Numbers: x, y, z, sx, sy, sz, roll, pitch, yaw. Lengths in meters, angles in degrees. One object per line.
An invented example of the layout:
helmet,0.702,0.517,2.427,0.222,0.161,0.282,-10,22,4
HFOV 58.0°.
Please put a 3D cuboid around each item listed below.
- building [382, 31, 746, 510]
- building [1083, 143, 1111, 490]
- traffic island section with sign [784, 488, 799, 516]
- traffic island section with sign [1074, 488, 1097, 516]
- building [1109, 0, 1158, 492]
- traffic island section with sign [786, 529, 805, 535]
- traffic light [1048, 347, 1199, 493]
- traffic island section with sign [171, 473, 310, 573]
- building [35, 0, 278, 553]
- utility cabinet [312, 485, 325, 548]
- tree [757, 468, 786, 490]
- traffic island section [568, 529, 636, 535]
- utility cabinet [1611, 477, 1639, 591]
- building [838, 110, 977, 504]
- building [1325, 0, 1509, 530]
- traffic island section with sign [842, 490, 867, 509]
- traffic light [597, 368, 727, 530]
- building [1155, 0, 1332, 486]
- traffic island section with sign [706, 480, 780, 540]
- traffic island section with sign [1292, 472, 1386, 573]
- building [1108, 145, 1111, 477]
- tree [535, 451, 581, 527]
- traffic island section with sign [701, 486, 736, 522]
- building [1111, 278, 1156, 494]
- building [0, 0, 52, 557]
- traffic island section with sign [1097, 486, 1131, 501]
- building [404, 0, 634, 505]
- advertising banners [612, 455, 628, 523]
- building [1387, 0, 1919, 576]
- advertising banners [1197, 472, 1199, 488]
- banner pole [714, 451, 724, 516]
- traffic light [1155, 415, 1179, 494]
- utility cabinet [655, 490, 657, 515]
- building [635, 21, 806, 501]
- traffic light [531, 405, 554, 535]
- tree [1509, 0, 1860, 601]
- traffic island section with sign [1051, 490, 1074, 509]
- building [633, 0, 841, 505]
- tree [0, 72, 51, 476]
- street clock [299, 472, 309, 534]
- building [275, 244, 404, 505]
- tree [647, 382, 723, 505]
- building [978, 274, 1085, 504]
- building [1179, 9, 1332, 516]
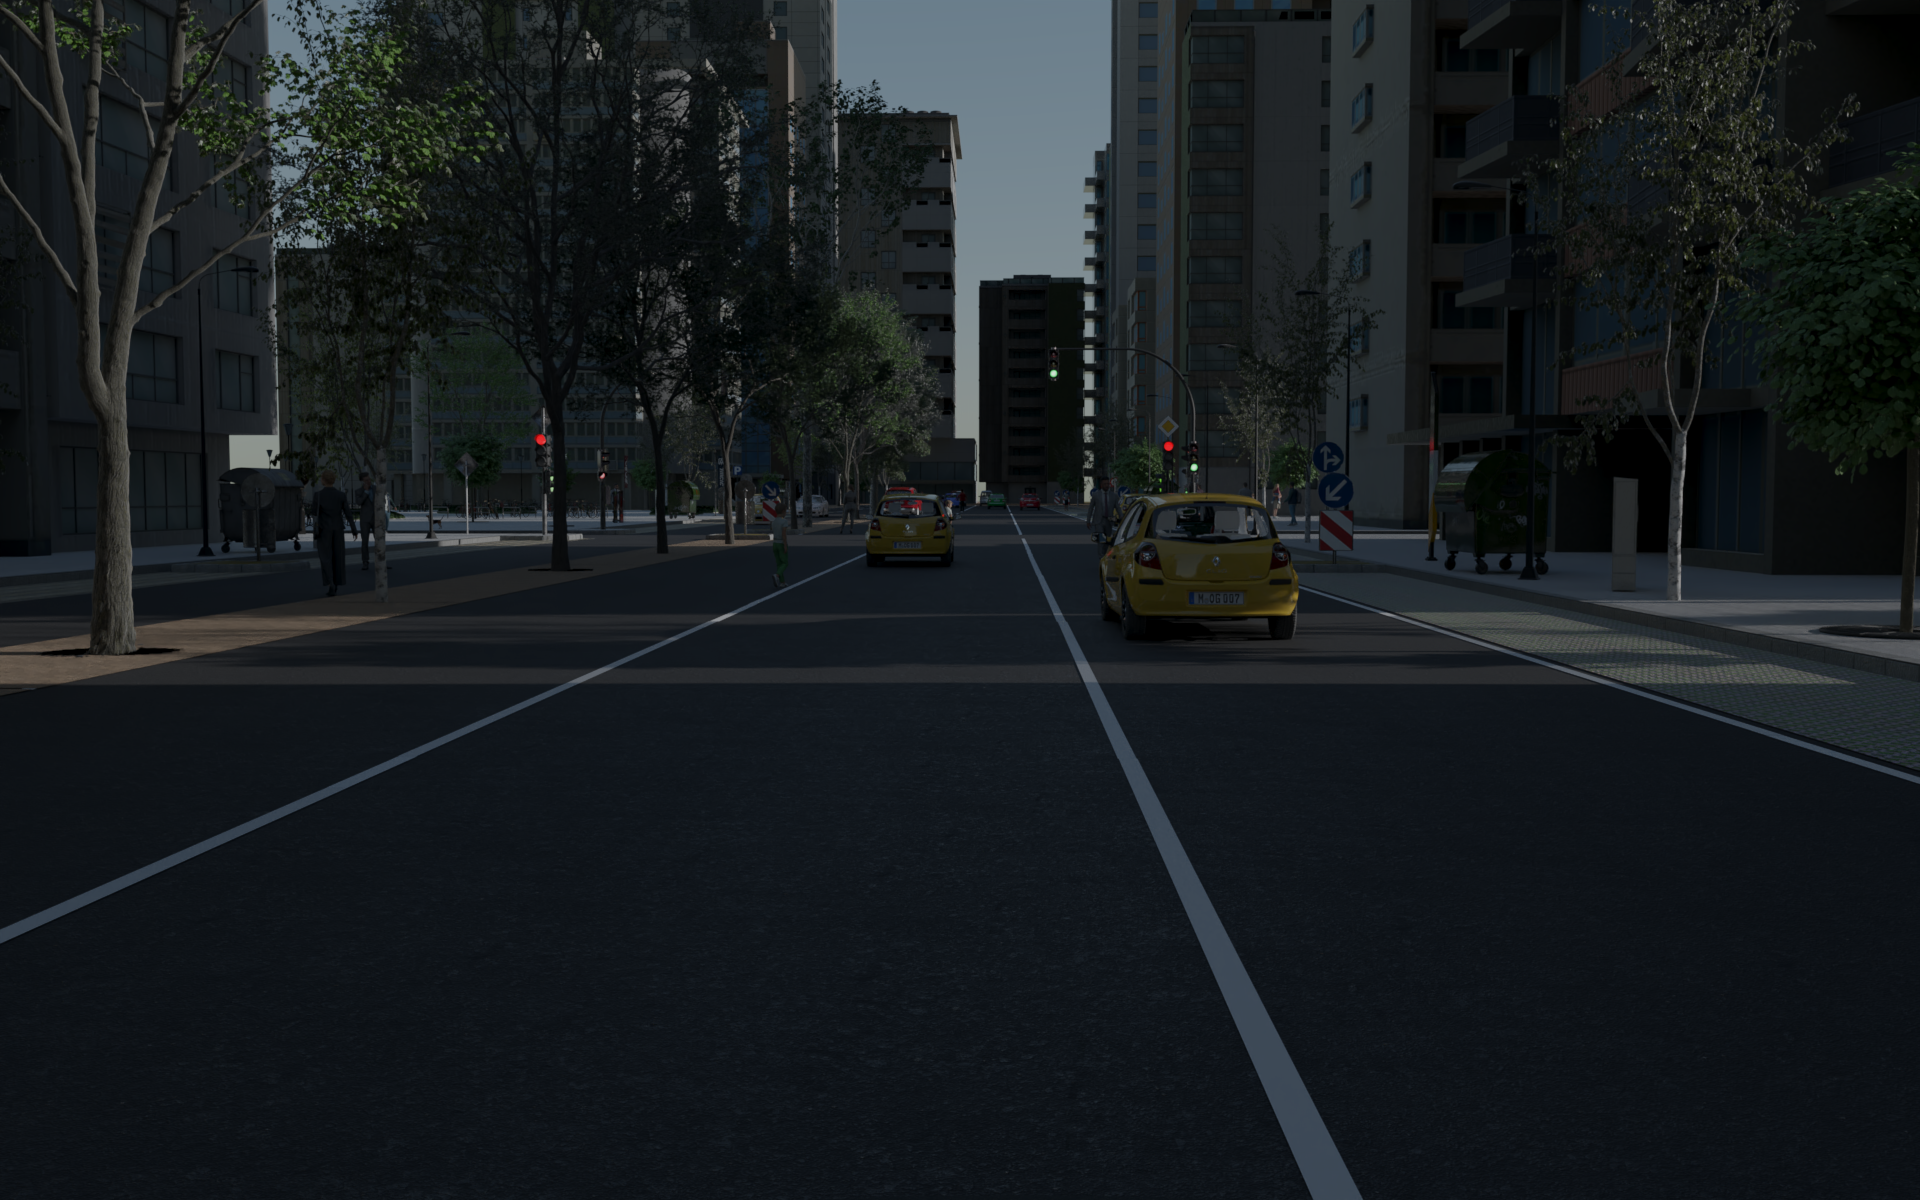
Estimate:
building,-32.095,-27.993,149.571,32.217,40.220,23.993,0,4,1
building,31.812,-37.557,233.670,30.456,49.044,23.786,0,4,1
traffic island section with sign,-11.307,-6.487,114.697,1.989,1.847,2.006,0,4,1
traffic island section with sign,8.690,-6.416,113.528,1.989,1.847,2.006,0,4,1
building,26.163,-39.053,180.509,21.231,58.520,28.212,0,4,1
traffic island section with sign,-6.677,-3.294,61.990,2.006,1.907,1.989,0,4,1
traffic light,5.115,-4.840,53.802,4.771,5.953,1.251,0,4,1
traffic island section with sign,-13.301,-1.448,32.302,1.989,1.847,2.006,0,4,1
building,-25.580,-21.932,42.183,14.086,41.232,14.154,0,4,1
utility cabinet,-14.992,-1.961,40.746,0.318,1.500,1.173,-1,4,-12
tree,-14.352,-8.510,133.733,1.663,3.219,1.824,0,3,0
traffic island section,-12.893,-2.459,62.484,2.009,0.180,2.903,0,4,1
utility cabinet,8.911,-0.887,23.187,0.318,1.500,1.173,1,4,21
building,-11.568,-39.693,238.212,27.495,52.752,28.713,0,4,1
building,26.628,-27.356,70.975,21.600,48.544,21.300,0,4,1
traffic island section with sign,-10.109,-9.516,164.206,1.989,1.847,2.006,0,4,1
traffic light,-10.760,-5.362,62.333,4.771,5.953,1.251,0,4,1
building,22.178,-29.289,128.978,14.600,45.320,14.200,0,4,1
traffic island section with sign,-6.866,-2.841,54.585,2.006,1.907,1.989,0,4,1
traffic island section with sign,6.735,-1.443,32.225,1.989,1.847,2.006,0,4,1
building,24.275,-31.719,202.198,14.154,41.232,14.086,0,4,1
tree,-15.818,-4.523,68.557,1.663,3.219,1.824,0,3,0
traffic island section with sign,-11.953,-4.837,87.714,1.989,1.847,2.006,0,4,1
building,28.138,-18.812,152.614,27.650,21.520,28.899,0,4,1
building,-29.877,-24.512,24.476,21.300,48.544,21.600,0,4,1
traffic island section with sign,8.043,-4.768,86.580,1.989,1.847,2.006,0,4,1
building,-49.726,-40.261,200.272,28.212,58.520,21.231,0,4,1
advertising banners,-15.196,-4.978,77.573,0.090,3.025,2.074,1,4,9
building,22.664,-23.211,34.121,22.147,44.769,28.867,0,4,1
advertising banners,10.141,-4.798,74.632,0.090,3.025,2.074,0,4,0
banner pole,-13.931,-6.738,100.175,0.863,3.779,0.401,1,4,11
traffic light,7.402,-4.462,61.876,0.839,4.253,0.868,0,4,1
utility cabinet,-14.829,-4.693,85.403,0.318,1.500,1.173,-1,4,-13
building,-22.638,-31.727,168.845,14.600,45.320,14.200,0,4,1
traffic light,-13.047,-4.003,54.366,0.839,4.253,0.868,0,4,1
tree,8.685,-4.315,20.907,4.360,8.622,3.978,0,3,0
traffic island section with sign,9.917,-9.514,164.187,1.989,1.847,2.006,0,4,1
building,-25.106,-46.560,199.510,20.611,71.187,20.563,0,4,1
tree,-16.506,-4.727,27.653,4.360,8.622,3.978,0,3,0
street clock,-21.005,-3.100,55.251,0.471,2.002,0.358,-2,4,-29
building,-70.819,-26.449,204.141,14.107,30.474,14.160,0,4,1
tree,-15.232,-8.976,97.114,4.360,8.622,3.978,0,3,0
building,9.436,-28.098,231.099,14.107,30.474,14.160,0,4,1
building,20.492,-20.529,107.353,14.160,30.474,14.107,0,4,1
